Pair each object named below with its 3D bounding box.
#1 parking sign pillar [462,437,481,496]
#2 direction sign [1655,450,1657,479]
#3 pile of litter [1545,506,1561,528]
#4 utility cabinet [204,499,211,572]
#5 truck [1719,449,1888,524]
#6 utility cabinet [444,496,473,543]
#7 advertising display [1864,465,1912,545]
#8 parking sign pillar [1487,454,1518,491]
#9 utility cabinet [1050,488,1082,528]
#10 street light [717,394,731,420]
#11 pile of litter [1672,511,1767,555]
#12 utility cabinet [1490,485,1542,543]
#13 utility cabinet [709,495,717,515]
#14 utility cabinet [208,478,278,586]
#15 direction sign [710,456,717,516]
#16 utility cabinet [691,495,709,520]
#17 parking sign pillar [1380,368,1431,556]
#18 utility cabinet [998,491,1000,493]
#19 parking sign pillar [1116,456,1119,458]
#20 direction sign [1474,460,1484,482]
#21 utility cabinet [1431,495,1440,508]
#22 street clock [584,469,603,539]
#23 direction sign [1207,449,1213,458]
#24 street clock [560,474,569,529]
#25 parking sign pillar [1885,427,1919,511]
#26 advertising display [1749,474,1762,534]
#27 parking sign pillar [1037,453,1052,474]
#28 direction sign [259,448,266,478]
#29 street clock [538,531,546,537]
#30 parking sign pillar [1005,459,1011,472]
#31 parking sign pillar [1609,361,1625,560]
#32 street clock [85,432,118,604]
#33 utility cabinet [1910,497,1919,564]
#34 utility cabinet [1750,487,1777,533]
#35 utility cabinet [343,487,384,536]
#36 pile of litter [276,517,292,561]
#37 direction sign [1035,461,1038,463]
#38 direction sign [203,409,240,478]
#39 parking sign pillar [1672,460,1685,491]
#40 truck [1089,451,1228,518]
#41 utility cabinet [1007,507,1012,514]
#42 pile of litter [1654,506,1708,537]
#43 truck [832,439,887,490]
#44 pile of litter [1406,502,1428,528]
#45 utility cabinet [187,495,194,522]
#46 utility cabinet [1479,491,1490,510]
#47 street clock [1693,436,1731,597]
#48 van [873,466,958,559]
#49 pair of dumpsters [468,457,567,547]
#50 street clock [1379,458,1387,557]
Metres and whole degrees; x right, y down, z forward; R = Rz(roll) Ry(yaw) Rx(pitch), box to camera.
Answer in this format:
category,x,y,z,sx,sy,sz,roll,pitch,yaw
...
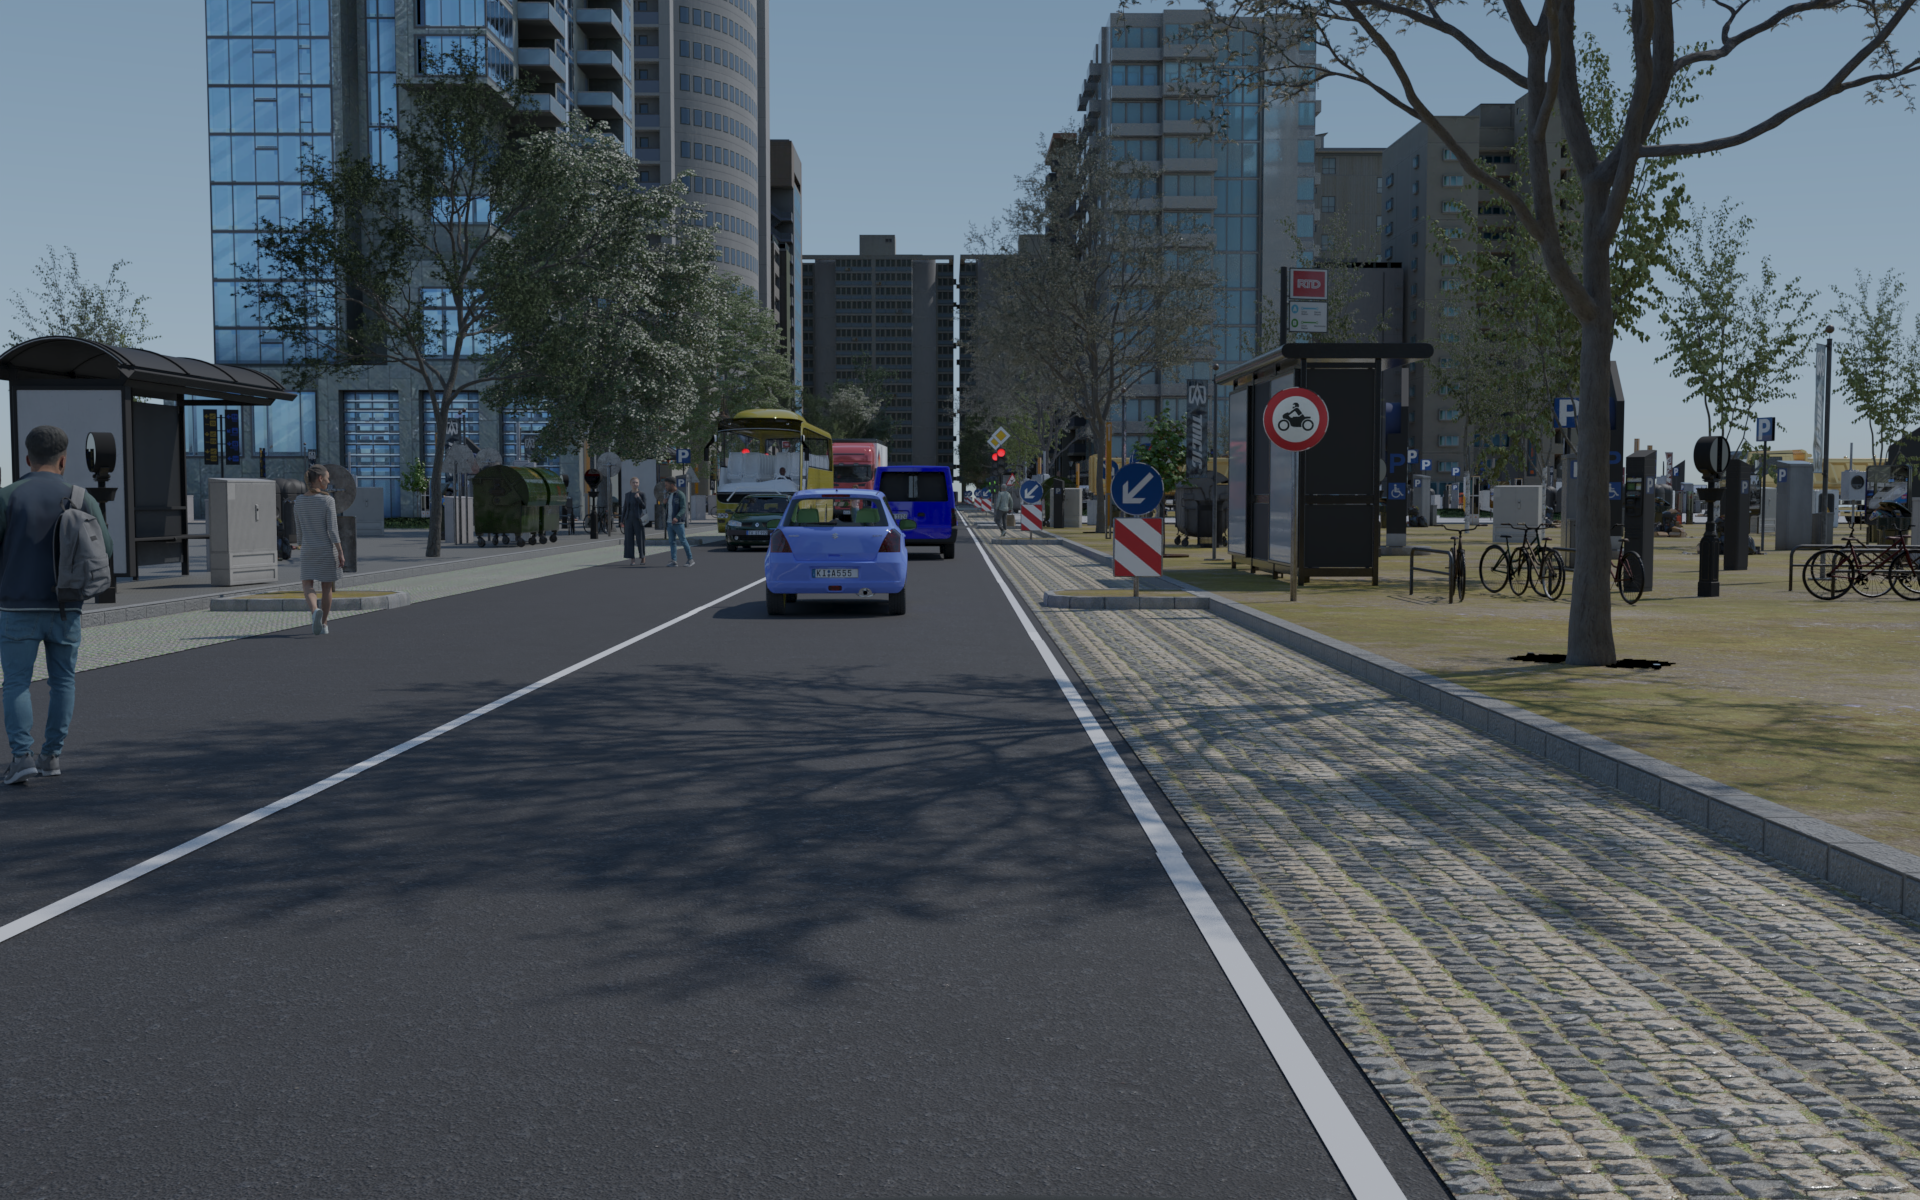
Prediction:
category,x,y,z,sx,sy,sz,roll,pitch,yaw
parking sign pillar,-22.771,-5.676,81.275,1.447,3.967,1.447,2,4,30
direction sign,35.393,-5.930,88.947,0.876,3.537,0.379,-1,4,-19
pile of litter,22.526,-3.158,65.595,1.176,0.858,1.719,3,4,36
utility cabinet,-12.345,-1.097,29.101,0.306,1.237,1.020,0,4,-2
truck,37.716,-4.905,76.119,9.791,3.379,3.469,0,3,0
utility cabinet,-13.256,-2.121,45.848,0.306,1.237,1.020,1,4,13
advertising display,20.597,-2.033,38.460,0.123,1.923,0.974,-2,4,-33
parking sign pillar,36.522,-7.847,116.763,1.447,3.967,1.447,3,4,36
utility cabinet,3.984,-3.454,65.152,1.173,1.500,0.318,1,4,23
street light,-10.851,-6.541,79.739,0.468,5.910,1.993,0,4,0
pile of litter,16.262,-1.405,36.935,1.719,0.858,1.176,2,4,31
utility cabinet,14.392,-2.205,44.738,1.173,1.500,0.318,3,4,37
utility cabinet,-14.985,-5.840,106.642,1.020,1.237,0.306,1,4,14
utility cabinet,-10.099,-0.964,24.448,0.318,1.500,1.173,1,4,10
direction sign,-14.309,-6.759,102.503,0.876,3.537,0.379,-1,4,-12
utility cabinet,-12.969,-4.568,85.849,0.306,1.237,1.020,1,4,19
parking sign pillar,9.225,-2.940,36.539,1.447,3.967,1.447,1,4,14
utility cabinet,3.392,-7.272,127.577,1.173,1.500,0.318,-1,4,-11
parking sign pillar,11.590,-8.167,121.999,1.447,3.967,1.447,1,4,17
direction sign,34.926,-7.621,116.598,0.876,3.537,0.379,-2,4,-33
utility cabinet,32.610,-6.584,118.814,0.306,1.237,1.020,3,4,37
street clock,-10.433,-2.738,49.335,0.471,2.002,0.358,0,4,4
direction sign,12.418,-5.787,86.620,0.876,3.537,0.379,1,4,18
street clock,-14.593,-3.627,63.877,0.358,2.002,0.471,-2,4,-30
parking sign pillar,36.028,-4.745,66.046,1.447,3.967,1.447,1,4,8
advertising display,25.263,-3.092,55.773,0.974,1.923,0.123,1,4,10
parking sign pillar,5.213,-7.224,106.577,1.447,3.967,1.447,-1,4,-20
direction sign,-34.142,-5.679,84.841,0.379,3.537,0.876,0,4,-6
street clock,-12.417,-2.864,51.398,0.358,2.002,0.471,-1,4,-23
parking sign pillar,3.700,-8.838,132.976,1.447,3.967,1.447,0,4,2
parking sign pillar,12.889,-2.813,34.468,1.447,3.967,1.447,1,4,13
street clock,-10.056,-0.963,20.316,0.358,2.002,0.471,-3,5,-40
utility cabinet,17.996,-1.255,31.675,0.306,1.237,1.020,-3,5,-43
utility cabinet,26.283,-2.933,56.636,1.173,1.500,0.318,-3,5,-39
utility cabinet,-18.204,-2.702,52.849,1.173,1.500,0.318,-1,4,-20
pile of litter,-13.521,-1.189,33.401,1.176,0.858,1.719,0,4,7
direction sign,5.273,-7.828,119.989,0.379,3.537,0.876,1,4,19
direction sign,-19.723,-3.322,46.316,0.876,3.537,0.379,-1,4,-22
parking sign pillar,56.144,-9.019,135.934,1.447,3.967,1.447,0,4,5
truck,10.546,-4.852,75.255,9.791,3.379,3.469,0,4,2
utility cabinet,3.192,-6.316,114.425,0.306,1.237,1.020,-1,4,-23
pile of litter,21.011,-2.286,51.342,1.176,0.858,1.719,-3,5,-40
truck,-5.358,-6.185,90.037,2.839,4.237,11.283,0,4,1
pile of litter,17.302,-3.230,66.780,1.719,0.858,1.176,0,4,-6
utility cabinet,-35.922,-4.220,80.162,0.306,1.237,1.020,1,4,11
utility cabinet,33.039,-6.069,107.911,1.173,1.500,0.318,-1,4,-12
street clock,9.361,-1.042,21.604,0.471,2.002,0.358,-3,4,-36
van,-1.104,-2.175,39.945,2.240,2.365,5.245,0,4,-2
pair of dumpsters,-11.117,-2.514,43.590,1.574,2.255,4.437,0,4,0
street clock,8.412,-1.867,35.093,0.471,2.002,0.358,-3,5,-42
